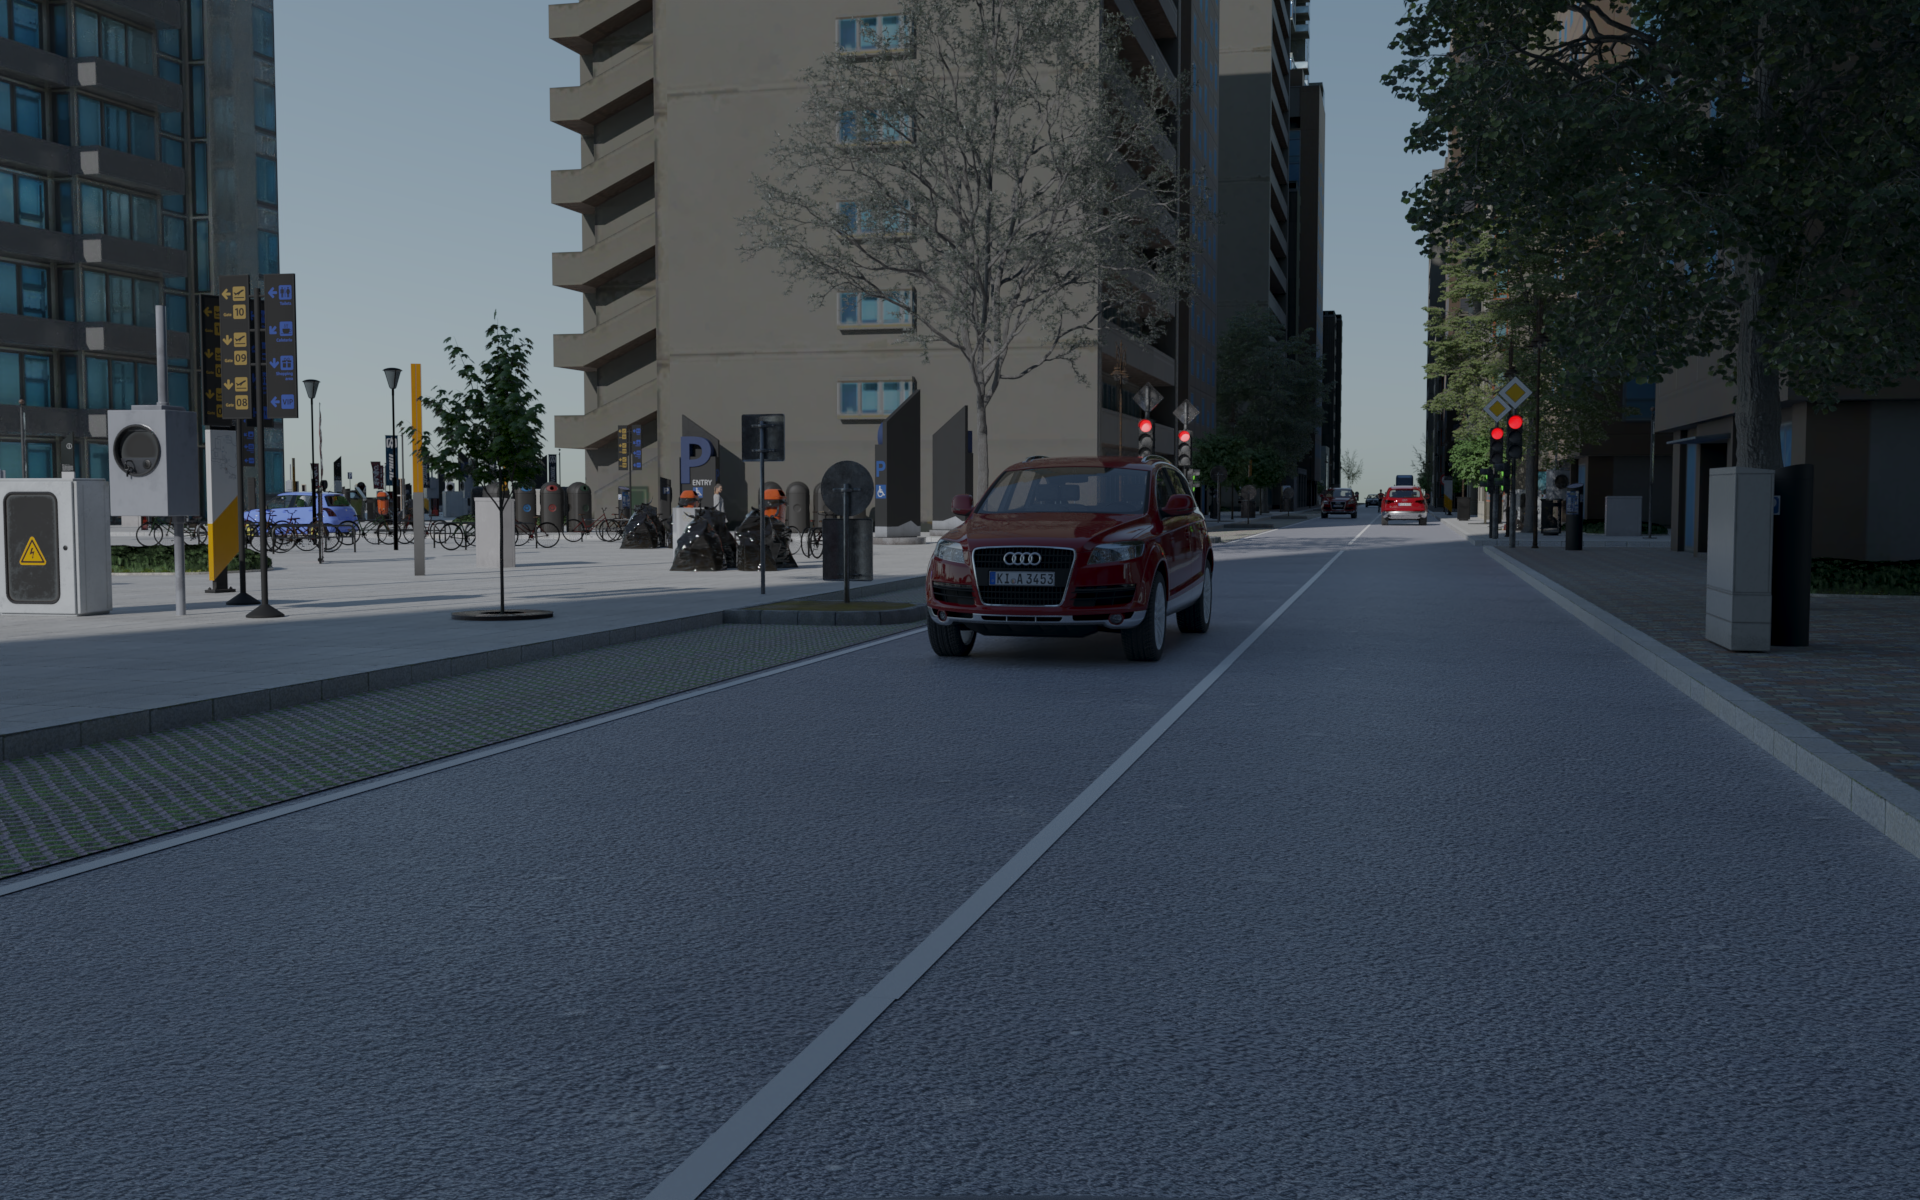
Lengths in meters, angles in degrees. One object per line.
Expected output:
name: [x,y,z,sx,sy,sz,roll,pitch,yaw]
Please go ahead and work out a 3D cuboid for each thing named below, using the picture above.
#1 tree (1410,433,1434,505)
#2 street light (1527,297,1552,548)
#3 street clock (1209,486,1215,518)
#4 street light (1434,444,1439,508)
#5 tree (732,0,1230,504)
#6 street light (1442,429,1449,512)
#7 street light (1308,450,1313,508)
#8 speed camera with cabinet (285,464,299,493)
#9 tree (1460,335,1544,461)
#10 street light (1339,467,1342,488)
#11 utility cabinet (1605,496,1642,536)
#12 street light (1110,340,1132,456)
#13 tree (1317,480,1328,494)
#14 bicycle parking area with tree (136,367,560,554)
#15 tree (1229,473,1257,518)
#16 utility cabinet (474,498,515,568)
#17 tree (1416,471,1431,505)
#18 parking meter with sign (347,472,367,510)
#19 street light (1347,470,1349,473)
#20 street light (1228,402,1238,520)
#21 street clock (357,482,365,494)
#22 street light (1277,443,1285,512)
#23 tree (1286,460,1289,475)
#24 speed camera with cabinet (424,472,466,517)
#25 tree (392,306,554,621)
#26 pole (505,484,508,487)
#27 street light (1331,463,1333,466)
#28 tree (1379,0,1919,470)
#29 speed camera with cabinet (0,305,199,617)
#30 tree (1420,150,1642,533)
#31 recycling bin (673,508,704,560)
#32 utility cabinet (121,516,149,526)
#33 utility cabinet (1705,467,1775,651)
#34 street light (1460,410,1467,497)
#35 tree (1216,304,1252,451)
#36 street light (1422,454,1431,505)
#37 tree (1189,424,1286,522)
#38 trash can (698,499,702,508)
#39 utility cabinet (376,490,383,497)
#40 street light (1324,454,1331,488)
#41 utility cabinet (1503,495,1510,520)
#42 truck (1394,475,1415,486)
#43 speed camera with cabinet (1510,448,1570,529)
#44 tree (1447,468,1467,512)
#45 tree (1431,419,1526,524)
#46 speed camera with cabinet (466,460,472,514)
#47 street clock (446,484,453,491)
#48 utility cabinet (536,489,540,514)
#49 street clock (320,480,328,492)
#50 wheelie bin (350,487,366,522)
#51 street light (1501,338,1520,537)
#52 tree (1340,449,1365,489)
tree: [55.017,-15.430,202.640,4.360,8.622,3.978,0,3,0]
street light: [13.607,-4.160,40.801,0.468,5.910,1.993,1,4,14]
street clock: [13.276,-5.294,91.132,0.471,2.002,0.358,3,4,38]
street light: [44.145,-11.487,160.595,0.468,5.910,1.993,1,4,14]
tree: [0.502,-7.695,36.176,12.009,13.543,11.850,0,3,0]
street light: [35.390,-9.396,126.408,0.468,5.910,1.993,1,4,14]
street light: [32.546,-11.506,160.905,0.468,5.910,1.993,1,4,14]
speed camera with cabinet: [-43.486,-7.347,114.451,2.038,3.252,0.660,1,4,10]
tree: [25.231,-8.004,81.233,4.737,8.622,4.395,0,3,0]
street light: [52.960,-16.401,240.944,0.468,5.910,1.993,1,4,14]
utility cabinet: [20.188,-2.541,52.709,1.020,1.237,0.306,1,4,9]
street light: [4.839,-4.854,52.144,0.468,5.910,1.993,1,4,14]
tree: [41.348,-12.563,200.008,1.663,3.219,1.824,0,3,0]
bicycle parking area with tree: [-14.689,-3.324,41.356,9.016,4.147,8.231,-2,4,-27]
tree: [15.525,-6.138,94.959,1.663,3.219,1.824,0,3,0]
utility cabinet: [-8.206,-1.189,30.596,0.306,1.237,1.020,-3,5,-40]
tree: [57.054,-13.875,210.571,4.285,4.588,4.351,0,3,0]
parking meter with sign: [-47.783,-8.659,137.839,1.738,3.016,0.543,1,4,12]
street light: [61.744,-18.521,275.604,0.468,5.910,1.993,1,4,14]
street light: [13.717,-6.990,87.069,0.468,5.910,1.993,1,4,14]
street clock: [-35.149,-5.940,101.690,0.471,2.002,0.358,-1,4,-21]
street light: [22.608,-9.120,121.894,0.468,5.910,1.993,1,4,14]
tree: [18.313,-7.449,105.497,4.285,4.588,4.351,0,3,0]
speed camera with cabinet: [-28.484,-6.185,95.455,2.038,3.252,0.660,-3,4,-37]
tree: [-4.743,-1.434,18.049,1.663,3.219,1.824,0,3,0]
pole: [-20.374,-5.130,77.712,0.158,3.312,0.155,0,3,0]
street light: [44.228,-14.310,206.757,0.468,5.910,1.993,1,4,14]
tree: [8.987,-6.873,19.023,9.857,13.997,8.962,0,3,0]
speed camera with cabinet: [-9.103,-1.461,18.227,2.038,3.252,0.660,1,4,11]
tree: [19.081,-8.528,57.568,7.486,12.596,7.792,0,3,0]
recycling bin: [-4.882,-1.180,31.845,0.722,1.027,0.722,-1,4,-16]
utility cabinet: [-33.067,-3.564,69.436,1.020,1.237,0.306,0,4,6]
utility cabinet: [6.516,-0.354,14.465,0.318,1.500,1.173,1,4,14]
street light: [25.218,-6.969,86.724,0.468,5.910,1.993,1,4,14]
tree: [20.199,-12.719,114.610,9.857,13.997,8.962,0,3,0]
street light: [55.819,-14.319,206.906,0.468,5.910,1.993,1,4,14]
tree: [12.120,-5.952,81.036,4.285,4.588,4.351,0,3,0]
trash can: [-8.649,-2.702,55.830,0.748,1.137,0.748,0,3,0]
utility cabinet: [-33.311,-5.549,99.403,0.318,1.500,1.173,-1,4,-22]
street light: [41.233,-13.597,195.104,0.468,5.910,1.993,1,4,14]
utility cabinet: [26.747,-4.480,84.404,0.306,1.237,1.020,0,4,3]
truck: [60.728,-15.109,236.795,2.967,4.110,18.799,1,4,15]
speed camera with cabinet: [21.225,-4.222,63.361,2.038,3.252,0.660,0,4,-7]
tree: [35.034,-7.858,123.078,1.663,3.219,1.824,0,3,0]
tree: [22.506,-5.509,73.788,4.285,4.588,4.351,0,3,0]
speed camera with cabinet: [-28.211,-6.356,98.258,0.660,3.252,2.038,-3,4,-36]
street clock: [-37.320,-7.471,126.726,0.358,2.002,0.471,3,5,43]
utility cabinet: [-18.798,-4.247,78.114,1.173,1.500,0.318,0,4,7]
street clock: [-32.436,-5.125,88.362,0.358,2.002,0.471,0,4,4]
wheelie bin: [-27.507,-4.348,78.998,0.693,1.594,0.980,0,4,-5]
street light: [16.371,-4.821,51.614,0.468,5.910,1.993,1,4,14]
tree: [62.919,-20.103,279.046,4.360,8.622,3.978,0,3,0]
